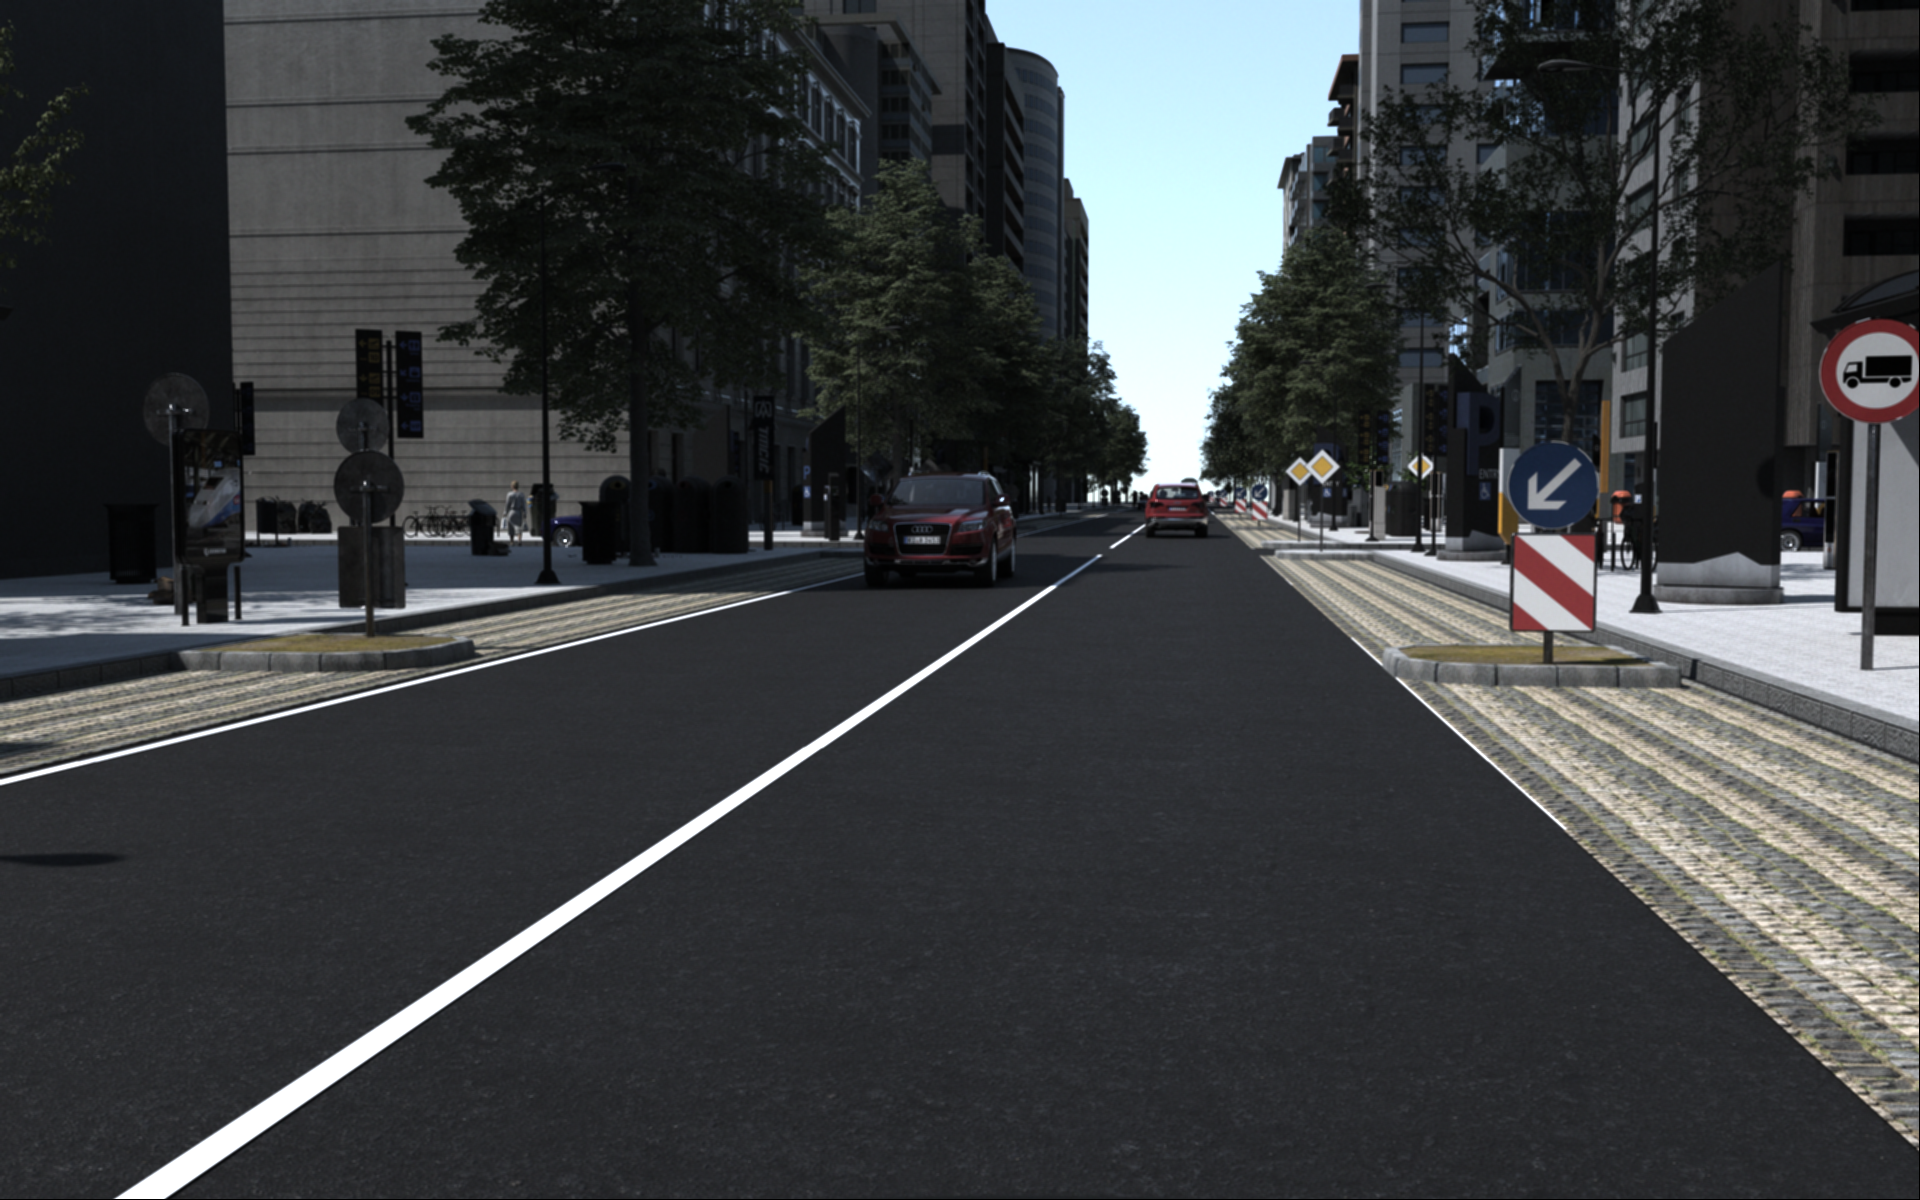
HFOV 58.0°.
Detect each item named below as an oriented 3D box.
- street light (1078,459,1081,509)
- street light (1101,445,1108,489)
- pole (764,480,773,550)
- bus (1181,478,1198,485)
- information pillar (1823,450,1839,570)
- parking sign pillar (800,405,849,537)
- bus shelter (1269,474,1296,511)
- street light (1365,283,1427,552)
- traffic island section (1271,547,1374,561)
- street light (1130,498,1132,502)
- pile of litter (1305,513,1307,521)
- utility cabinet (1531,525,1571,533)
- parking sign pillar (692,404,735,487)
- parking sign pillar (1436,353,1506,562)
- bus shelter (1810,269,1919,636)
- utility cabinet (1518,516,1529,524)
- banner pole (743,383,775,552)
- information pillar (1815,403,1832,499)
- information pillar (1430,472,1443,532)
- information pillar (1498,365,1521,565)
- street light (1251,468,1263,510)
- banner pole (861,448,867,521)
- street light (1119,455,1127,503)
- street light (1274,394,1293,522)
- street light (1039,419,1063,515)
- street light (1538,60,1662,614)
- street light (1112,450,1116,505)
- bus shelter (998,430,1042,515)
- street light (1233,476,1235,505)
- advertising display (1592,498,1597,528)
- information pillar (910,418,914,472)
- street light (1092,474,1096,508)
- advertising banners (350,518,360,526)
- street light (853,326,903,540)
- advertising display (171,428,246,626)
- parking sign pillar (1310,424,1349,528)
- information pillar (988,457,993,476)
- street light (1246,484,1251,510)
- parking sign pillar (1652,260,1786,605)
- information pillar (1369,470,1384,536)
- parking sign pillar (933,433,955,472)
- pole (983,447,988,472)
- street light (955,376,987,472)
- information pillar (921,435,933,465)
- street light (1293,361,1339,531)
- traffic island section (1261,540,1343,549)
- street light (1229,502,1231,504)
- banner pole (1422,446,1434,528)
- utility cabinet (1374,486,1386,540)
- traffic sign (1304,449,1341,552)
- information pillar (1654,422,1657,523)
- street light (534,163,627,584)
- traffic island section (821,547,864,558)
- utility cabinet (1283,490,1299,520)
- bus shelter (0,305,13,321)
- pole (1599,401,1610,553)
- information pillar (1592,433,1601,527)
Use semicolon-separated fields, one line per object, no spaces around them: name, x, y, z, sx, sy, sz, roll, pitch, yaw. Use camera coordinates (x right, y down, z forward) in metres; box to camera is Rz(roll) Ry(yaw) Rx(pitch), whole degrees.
street light;7.862;-9.271;124.126;1.470;5.913;1.316;0;4;8
street light;13.191;-11.688;163.641;1.470;5.913;1.316;0;4;8
pole;-4.384;-2.796;39.561;0.158;3.312;0.155;0;3;0
bus;35.050;-16.703;264.638;2.896;3.916;12.252;0;4;8
information pillar;14.873;-1.519;29.330;0.304;2.012;0.304;-1;4;-9
parking sign pillar;-4.065;-3.879;51.890;1.447;3.967;1.447;-3;5;-41
bus shelter;21.878;-7.558;117.497;2.014;3.302;5.546;0;4;8
street light;9.608;-4.017;38.219;1.470;5.913;1.316;0;4;8
traffic island section;8.061;-0.995;38.551;2.009;0.180;2.903;0;4;8
street light;21.415;-15.480;225.636;1.470;5.913;1.316;0;4;8
pile of litter;16.970;-4.180;82.315;1.176;0.858;1.719;2;4;33
utility cabinet;16.281;-2.236;47.718;1.020;1.237;0.306;1;4;23
parking sign pillar;-7.460;-3.917;52.518;1.447;3.967;1.447;2;4;28
parking sign pillar;9.987;-2.752;33.471;1.447;3.967;1.447;-3;4;-36
bus shelter;8.450;-1.175;13.130;2.014;3.302;5.546;0;4;8
utility cabinet;23.697;-3.922;72.797;1.173;1.500;0.318;-1;4;-22
banner pole;-4.544;-2.981;38.751;0.863;3.779;0.401;0;4;-2
information pillar;22.237;-3.259;44.635;0.504;3.616;0.183;-2;4;-26
information pillar;16.089;-3.303;58.495;0.304;2.012;0.304;3;4;37
information pillar;9.979;-2.451;31.425;0.504;3.616;0.183;-2;4;-35
street light;17.664;-7.769;99.557;1.470;5.913;1.316;0;4;8
banner pole;-4.559;-5.661;82.580;0.401;3.779;0.863;1;4;14
street light;18.794;-14.282;206.053;1.470;5.913;1.316;0;4;8
street light;15.011;-6.571;79.977;1.470;5.913;1.316;0;4;8
street light;5.657;-8.263;107.645;1.470;5.913;1.316;0;4;8
street light;6.888;-2.820;18.649;1.470;5.913;1.316;0;4;8
street light;15.828;-12.908;183.589;1.470;5.913;1.316;0;4;8
bus shelter;3.613;-7.953;107.662;2.179;5.291;8.768;0;4;7
street light;22.520;-10.043;136.750;1.470;5.913;1.316;0;4;8
advertising display;21.735;-3.327;59.618;0.123;1.923;0.974;0;4;6
information pillar;-1.496;-3.820;53.806;0.183;3.616;0.504;0;4;3
street light;10.475;-10.491;144.070;1.470;5.913;1.316;0;4;8
advertising banners;-12.269;-2.388;35.235;0.090;3.025;2.074;-2;4;-28
street light;-2.282;-4.627;48.186;1.470;5.913;1.316;0;4;8
advertising display;-7.461;-0.735;17.235;0.123;1.923;0.974;1;4;11
parking sign pillar;14.078;-4.735;65.896;1.447;3.967;1.447;3;5;43
information pillar;1.636;-6.439;96.632;0.504;3.616;0.183;0;4;6
street light;20.385;-9.004;119.760;1.470;5.913;1.316;0;4;8
parking sign pillar;9.044;-1.963;20.571;1.447;3.967;1.447;3;4;39
information pillar;12.689;-2.953;52.780;0.304;2.012;0.304;-1;4;-15
parking sign pillar;-0.599;-5.248;74.272;1.447;3.967;1.447;1;4;21
pole;1.101;-4.945;74.687;0.158;3.312;0.155;0;3;0
street light;0.379;-5.860;68.344;1.470;5.913;1.316;0;4;8
information pillar;-1.277;-4.562;65.942;0.504;3.616;0.183;0;4;-6
street light;12.512;-5.372;60.378;1.470;5.913;1.316;0;4;8
traffic island section;9.117;-1.479;46.466;2.009;0.180;2.903;0;4;8
street light;25.363;-11.251;156.495;1.470;5.913;1.316;0;4;8
banner pole;17.659;-4.581;64.917;0.401;3.779;0.863;-1;4;-13
utility cabinet;11.714;-2.422;48.277;0.318;1.500;1.173;1;4;13
traffic sign;8.036;-2.131;38.477;0.795;2.450;0.064;0;4;8
information pillar;22.532;-3.983;56.473;0.183;3.616;0.504;-1;4;-11
street light;-5.357;-3.178;24.496;1.470;5.913;1.316;0;4;8
traffic island section;-1.942;-1.077;39.886;2.009;0.180;2.903;0;4;8
utility cabinet;16.185;-4.649;84.693;0.318;1.500;1.173;3;4;36
bus shelter;-9.405;-1.117;12.188;2.014;3.302;5.546;0;4;7
pole;14.090;-2.693;37.877;0.158;3.312;0.155;0;3;0
information pillar;24.594;-4.614;66.801;0.504;3.616;0.183;0;4;-8
